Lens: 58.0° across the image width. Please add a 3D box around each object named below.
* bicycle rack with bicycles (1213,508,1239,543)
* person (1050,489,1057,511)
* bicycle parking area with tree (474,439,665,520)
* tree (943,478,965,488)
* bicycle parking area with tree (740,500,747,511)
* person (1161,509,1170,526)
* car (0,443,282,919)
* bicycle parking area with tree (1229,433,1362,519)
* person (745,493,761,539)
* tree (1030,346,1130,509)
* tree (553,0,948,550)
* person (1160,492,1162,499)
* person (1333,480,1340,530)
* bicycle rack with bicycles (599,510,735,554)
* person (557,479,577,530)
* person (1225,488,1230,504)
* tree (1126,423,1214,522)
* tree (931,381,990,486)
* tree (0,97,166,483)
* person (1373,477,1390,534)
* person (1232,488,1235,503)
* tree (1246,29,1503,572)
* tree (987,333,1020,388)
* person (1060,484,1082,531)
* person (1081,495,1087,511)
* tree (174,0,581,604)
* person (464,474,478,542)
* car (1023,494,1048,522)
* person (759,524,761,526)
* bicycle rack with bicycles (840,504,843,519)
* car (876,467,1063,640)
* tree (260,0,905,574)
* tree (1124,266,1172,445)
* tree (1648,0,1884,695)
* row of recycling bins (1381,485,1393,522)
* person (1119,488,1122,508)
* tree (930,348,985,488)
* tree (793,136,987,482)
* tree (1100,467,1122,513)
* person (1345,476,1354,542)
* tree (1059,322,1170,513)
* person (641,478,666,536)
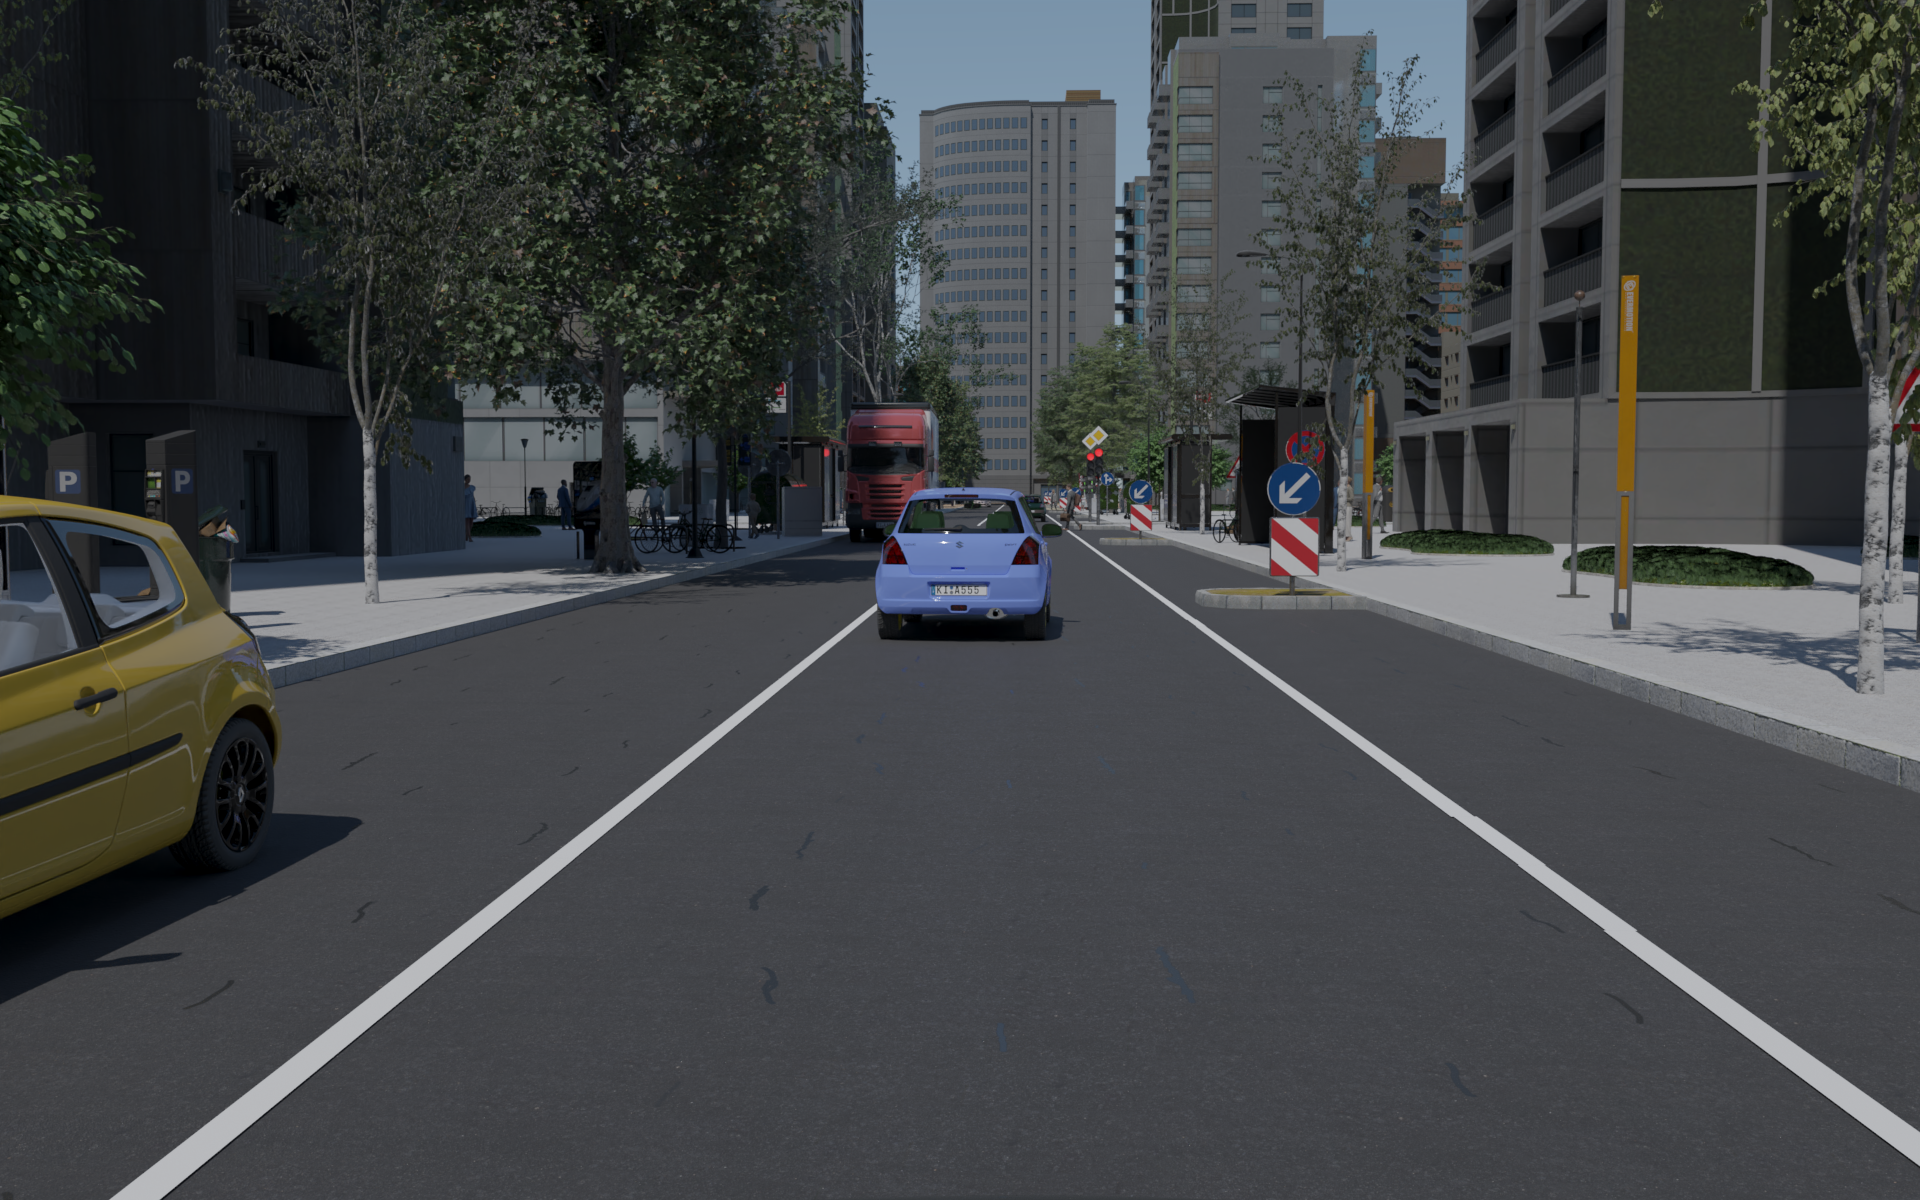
[{"bbox_3d":[7.885,-1.972,45.624,2.925,0.926,2.852,-2,4,-28],"label":"bicycle rack with bicycles"},{"bbox_3d":[7.391,-7.762,135.595,0.709,1.800,0.728,3,5,43],"label":"person"},{"bbox_3d":[-20.202,-6.213,88.585,8.231,4.147,9.016,2,4,35],"label":"bicycle parking area with tree"},{"bbox_3d":[-0.866,-13.719,208.016,4.285,4.588,4.351,0,3,0],"label":"tree"},{"bbox_3d":[-19.942,-8.661,128.608,8.231,4.147,9.016,-1,4,-11],"label":"bicycle parking area with tree"},{"bbox_3d":[8.541,-3.908,70.299,0.624,1.780,0.694,-3,5,-42],"label":"person"},{"bbox_3d":[-3.638,0.303,5.270,2.015,1.641,3.980,0,4,3],"label":"car"},{"bbox_3d":[17.860,-5.968,84.583,9.016,4.147,8.231,0,4,6],"label":"bicycle parking area with tree"},{"bbox_3d":[-5.962,-2.413,49.765,0.475,1.303,0.640,-3,5,-43],"label":"person"},{"bbox_3d":[10.666,-14.815,148.876,9.857,13.997,8.962,0,3,0],"label":"tree"},{"bbox_3d":[-5.465,-7.945,40.263,12.009,13.543,11.850,0,3,0],"label":"tree"},{"bbox_3d":[17.748,-8.877,151.757,0.480,1.755,0.524,0,4,5],"label":"person"},{"bbox_3d":[13.476,-3.389,61.637,0.721,1.800,0.419,1,4,17],"label":"person"},{"bbox_3d":[-6.139,-1.505,37.985,2.925,0.926,2.852,2,4,28],"label":"bicycle rack with bicycles"},{"bbox_3d":[-14.042,-3.388,61.617,0.721,1.800,0.419,2,4,33],"label":"person"},{"bbox_3d":[23.597,-8.991,153.327,0.573,1.790,0.520,-1,4,-11],"label":"person"},{"bbox_3d":[9.353,-5.909,80.326,4.285,4.588,4.351,0,3,0],"label":"tree"},{"bbox_3d":[-1.861,-14.464,154.621,7.486,12.596,7.792,0,3,0],"label":"tree"},{"bbox_3d":[-7.200,-1.712,11.700,4.285,4.588,4.351,0,3,0],"label":"tree"},{"bbox_3d":[13.501,-3.057,56.121,0.850,1.850,0.679,1,4,18],"label":"person"},{"bbox_3d":[23.751,-8.851,150.532,0.755,1.850,0.659,2,4,26],"label":"person"},{"bbox_3d":[6.523,-4.787,28.630,4.360,8.622,3.978,0,3,0],"label":"tree"},{"bbox_3d":[-0.956,-19.351,172.281,12.611,20.169,13.585,0,3,0],"label":"tree"},{"bbox_3d":[4.351,-3.619,67.639,0.822,1.834,0.622,1,4,17],"label":"person"},{"bbox_3d":[9.229,-7.207,128.892,0.505,1.210,0.382,2,4,24],"label":"person"},{"bbox_3d":[-6.669,-4.267,20.131,4.360,8.622,3.978,0,3,0],"label":"tree"},{"bbox_3d":[-13.250,-2.468,46.483,0.616,1.811,0.778,-2,4,-32],"label":"person"},{"bbox_3d":[3.592,-4.897,89.858,2.009,1.686,4.222,0,4,2],"label":"car"},{"bbox_3d":[-7.724,-3.860,69.240,0.778,1.811,0.616,1,4,14],"label":"person"},{"bbox_3d":[-4.502,-4.537,87.557,2.925,0.926,2.852,3,5,40],"label":"bicycle rack with bicycles"},{"bbox_3d":[0.112,-0.536,18.362,1.945,1.707,3.694,0,4,4],"label":"car"},{"bbox_3d":[-5.679,-6.789,28.007,9.611,12.733,9.660,0,3,0],"label":"tree"},{"bbox_3d":[7.445,-6.374,54.580,4.360,8.622,3.978,0,3,0],"label":"tree"},{"bbox_3d":[6.084,-3.697,10.804,4.737,8.622,4.395,0,3,0],"label":"tree"},{"bbox_3d":[20.951,-4.406,79.148,3.534,1.692,1.069,1,4,21],"label":"row of recycling bins"},{"bbox_3d":[13.152,-8.209,140.535,0.573,1.790,0.520,2,4,28],"label":"person"},{"bbox_3d":[-2.719,-13.175,132.417,9.611,12.733,9.660,0,3,0],"label":"tree"},{"bbox_3d":[-5.284,-14.550,93.788,12.611,20.169,13.585,0,3,0],"label":"tree"},{"bbox_3d":[10.515,-7.716,120.750,1.663,3.219,1.824,0,3,0],"label":"tree"},{"bbox_3d":[10.453,-2.467,46.932,0.362,1.759,0.519,0,4,-2],"label":"person"},{"bbox_3d":[10.360,-11.989,114.153,7.486,12.596,7.792,0,3,0],"label":"tree"},{"bbox_3d":[-9.474,-2.869,53.432,0.782,1.767,0.515,0,4,-2],"label":"person"}]
